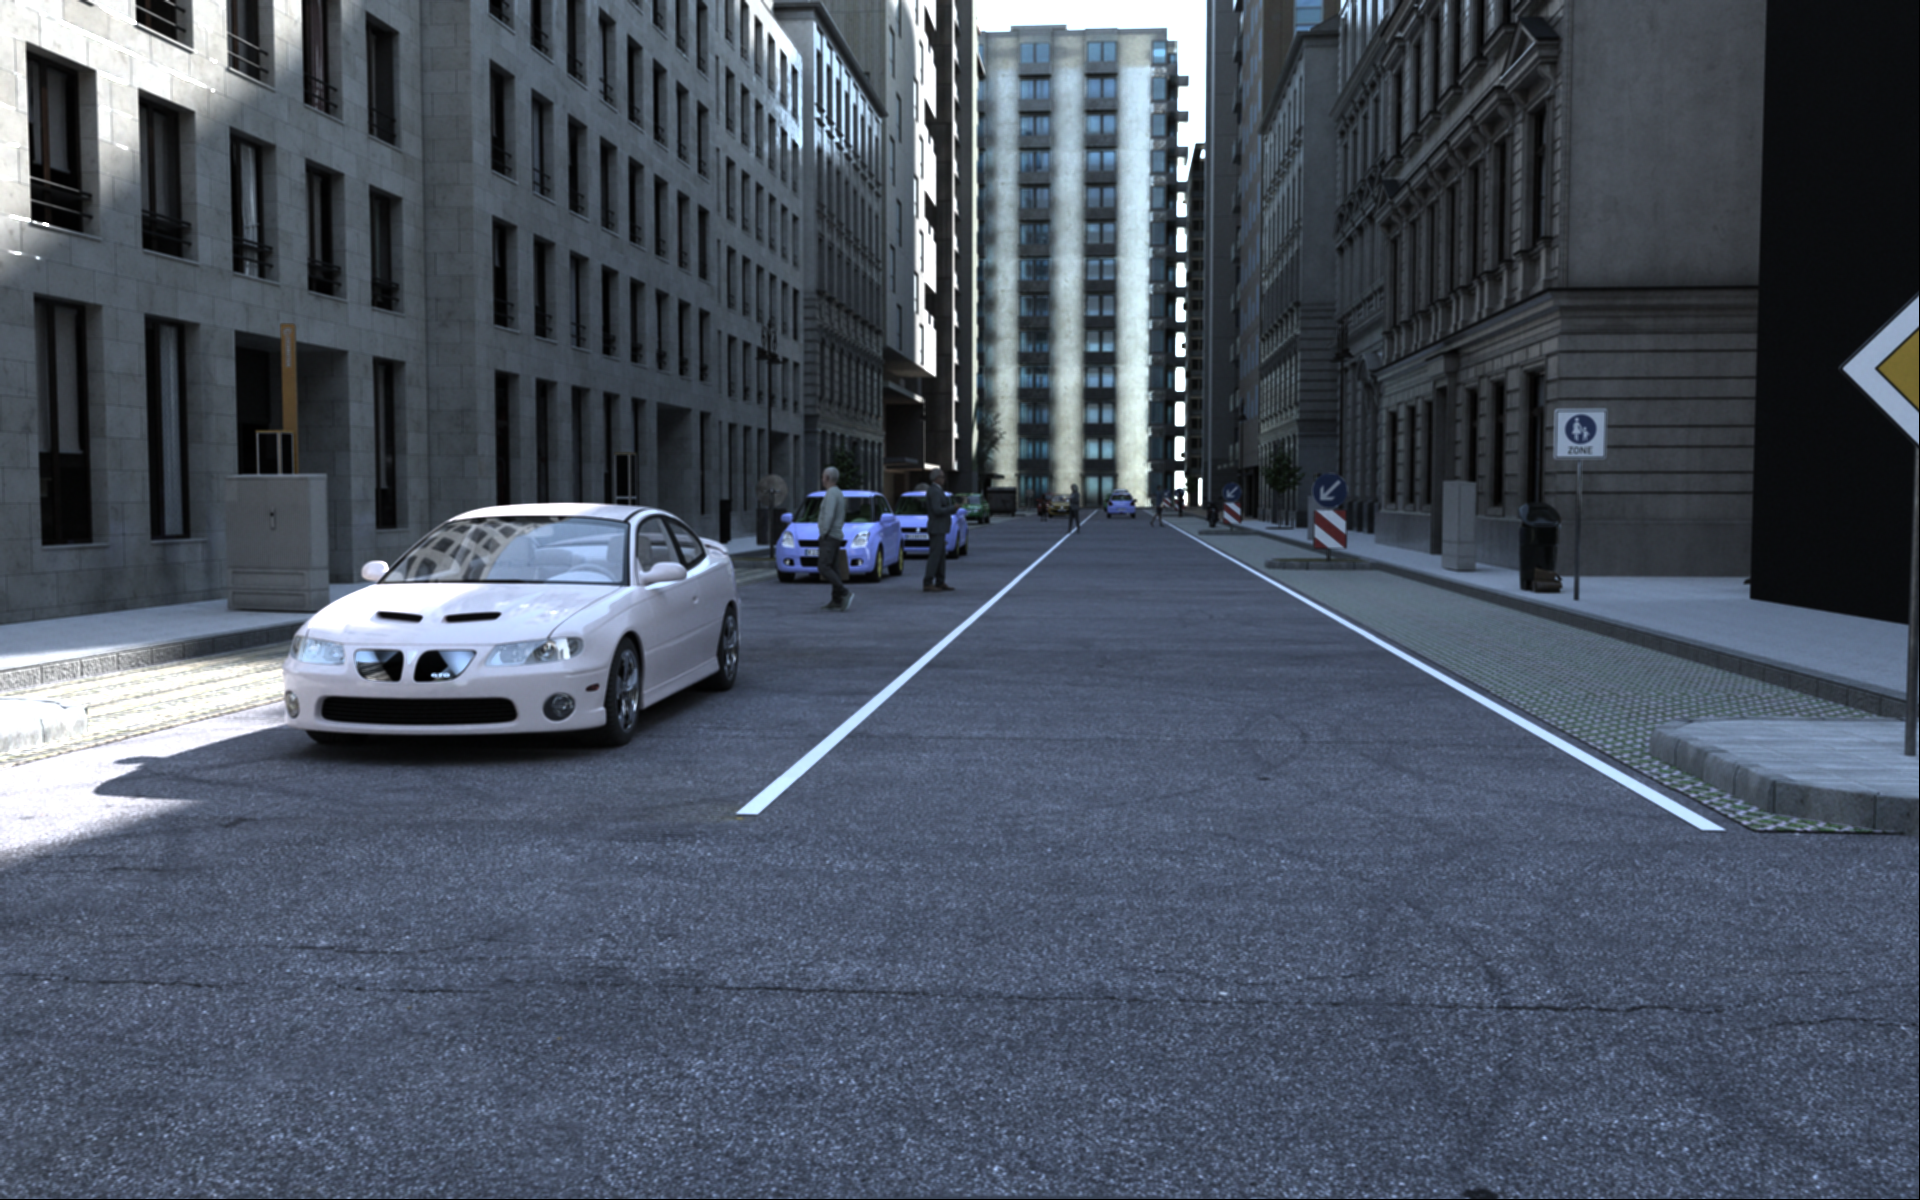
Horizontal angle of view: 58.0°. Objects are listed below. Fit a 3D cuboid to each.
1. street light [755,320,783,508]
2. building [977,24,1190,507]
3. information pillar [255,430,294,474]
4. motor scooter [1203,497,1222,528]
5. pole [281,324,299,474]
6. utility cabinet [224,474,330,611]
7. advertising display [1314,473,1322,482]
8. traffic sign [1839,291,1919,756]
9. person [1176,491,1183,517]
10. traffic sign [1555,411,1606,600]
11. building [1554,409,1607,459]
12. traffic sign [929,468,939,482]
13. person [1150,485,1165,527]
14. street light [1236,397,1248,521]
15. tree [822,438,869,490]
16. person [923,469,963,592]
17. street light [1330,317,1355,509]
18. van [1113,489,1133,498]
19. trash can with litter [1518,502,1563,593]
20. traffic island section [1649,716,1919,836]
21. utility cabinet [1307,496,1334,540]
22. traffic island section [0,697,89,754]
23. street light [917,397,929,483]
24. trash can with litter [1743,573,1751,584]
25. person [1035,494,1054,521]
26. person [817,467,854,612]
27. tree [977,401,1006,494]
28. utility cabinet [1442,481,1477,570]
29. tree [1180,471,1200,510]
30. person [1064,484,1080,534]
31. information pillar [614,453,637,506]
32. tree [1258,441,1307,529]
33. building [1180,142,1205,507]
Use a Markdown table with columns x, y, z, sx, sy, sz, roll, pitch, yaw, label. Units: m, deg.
| x | y | z | sx | sy | sz | roll | pitch | yaw | label |
| --- | --- | --- | --- | --- | --- | --- | --- | --- | --- |
| -5.060 | -4.483 | 46.079 | 0.468 | 5.910 | 1.993 | 0 | 4 | 5 | street light |
| 8.120 | -34.253 | 179.651 | 30.456 | 49.044 | 23.786 | 0 | 4 | 5 | building |
| -7.927 | -0.954 | 20.090 | 0.304 | 2.012 | 0.304 | 1 | 4 | 9 | information pillar |
| 10.842 | -3.765 | 74.335 | 0.815 | 1.314 | 1.986 | 0 | 4 | 5 | motor scooter |
| -8.061 | -1.654 | 20.881 | 0.158 | 3.312 | 0.155 | 0 | 3 | 0 | pole |
| -7.471 | -0.626 | 18.921 | 1.173 | 1.500 | 0.318 | 1 | 4 | 23 | utility cabinet |
| 11.205 | -3.003 | 54.315 | 0.123 | 1.923 | 0.974 | 0 | 4 | 4 | advertising display |
| 4.661 | -0.293 | 8.438 | 0.795 | 2.450 | 0.064 | 0 | 4 | 5 | traffic sign |
| 13.629 | -5.958 | 107.378 | 0.415 | 1.643 | 0.593 | 0 | 4 | 5 | person |
| 7.449 | -1.146 | 20.865 | 0.606 | 2.300 | 0.079 | 0 | 4 | 8 | traffic sign |
| 56.884 | -22.978 | 147.398 | 14.107 | 30.474 | 14.160 | 0 | 4 | 5 | building |
| -1.174 | -5.174 | 84.706 | 0.768 | 2.556 | 0.104 | 1 | 4 | 14 | traffic sign |
| 8.733 | -4.155 | 76.453 | 0.654 | 1.822 | 0.581 | 1 | 4 | 21 | person |
| 13.455 | -6.723 | 82.710 | 0.468 | 5.910 | 1.993 | 0 | 4 | 5 | street light |
| -3.907 | -3.969 | 59.496 | 1.663 | 3.219 | 1.824 | 0 | 3 | 0 | tree |
| -0.257 | -1.032 | 25.545 | 0.590 | 1.801 | 0.661 | 0 | 4 | -7 | person |
| 10.009 | -4.446 | 45.474 | 0.468 | 5.910 | 1.993 | 0 | 4 | 5 | street light |
| 14.249 | -8.944 | 153.250 | 2.013 | 2.044 | 4.112 | 0 | 4 | 7 | van |
| 7.753 | -0.704 | 22.898 | 0.624 | 1.170 | 1.055 | 0 | 4 | 4 | trash can with litter |
| 4.686 | 0.842 | 8.513 | 2.009 | 0.180 | 2.903 | 0 | 4 | 5 | traffic island section |
| 9.965 | -2.244 | 47.854 | 0.306 | 1.237 | 1.020 | -1 | 4 | -15 | utility cabinet |
| -6.261 | 0.782 | 9.498 | 2.009 | 0.180 | 2.903 | 0 | 4 | 5 | traffic island section |
| -1.742 | -6.695 | 82.258 | 0.468 | 5.910 | 1.993 | 0 | 4 | 5 | street light |
| 10.908 | -0.707 | 22.948 | 0.624 | 1.170 | 1.055 | -2 | 4 | -29 | trash can with litter |
| 4.448 | -4.891 | 91.735 | 1.065 | 1.426 | 0.557 | -1 | 4 | -23 | person |
| -1.528 | -0.760 | 21.417 | 0.515 | 1.767 | 0.782 | 0 | 4 | 6 | person |
| 1.510 | -11.241 | 134.145 | 4.360 | 8.622 | 3.978 | 0 | 3 | 0 | tree |
| 8.418 | -1.254 | 29.183 | 0.318 | 1.500 | 1.173 | 0 | 4 | 3 | utility cabinet |
| 19.014 | -9.117 | 143.661 | 1.663 | 3.219 | 1.824 | 0 | 3 | 0 | tree |
| 4.110 | -3.309 | 62.790 | 0.526 | 1.800 | 0.537 | -1 | 4 | -22 | person |
| -5.970 | -1.619 | 30.962 | 0.304 | 2.012 | 0.304 | 1 | 4 | 13 | information pillar |
| 11.902 | -4.223 | 63.652 | 1.663 | 3.219 | 1.824 | 0 | 3 | 0 | tree |
| 35.612 | -29.957 | 181.684 | 23.993 | 40.220 | 32.217 | 0 | 4 | 5 | building |
